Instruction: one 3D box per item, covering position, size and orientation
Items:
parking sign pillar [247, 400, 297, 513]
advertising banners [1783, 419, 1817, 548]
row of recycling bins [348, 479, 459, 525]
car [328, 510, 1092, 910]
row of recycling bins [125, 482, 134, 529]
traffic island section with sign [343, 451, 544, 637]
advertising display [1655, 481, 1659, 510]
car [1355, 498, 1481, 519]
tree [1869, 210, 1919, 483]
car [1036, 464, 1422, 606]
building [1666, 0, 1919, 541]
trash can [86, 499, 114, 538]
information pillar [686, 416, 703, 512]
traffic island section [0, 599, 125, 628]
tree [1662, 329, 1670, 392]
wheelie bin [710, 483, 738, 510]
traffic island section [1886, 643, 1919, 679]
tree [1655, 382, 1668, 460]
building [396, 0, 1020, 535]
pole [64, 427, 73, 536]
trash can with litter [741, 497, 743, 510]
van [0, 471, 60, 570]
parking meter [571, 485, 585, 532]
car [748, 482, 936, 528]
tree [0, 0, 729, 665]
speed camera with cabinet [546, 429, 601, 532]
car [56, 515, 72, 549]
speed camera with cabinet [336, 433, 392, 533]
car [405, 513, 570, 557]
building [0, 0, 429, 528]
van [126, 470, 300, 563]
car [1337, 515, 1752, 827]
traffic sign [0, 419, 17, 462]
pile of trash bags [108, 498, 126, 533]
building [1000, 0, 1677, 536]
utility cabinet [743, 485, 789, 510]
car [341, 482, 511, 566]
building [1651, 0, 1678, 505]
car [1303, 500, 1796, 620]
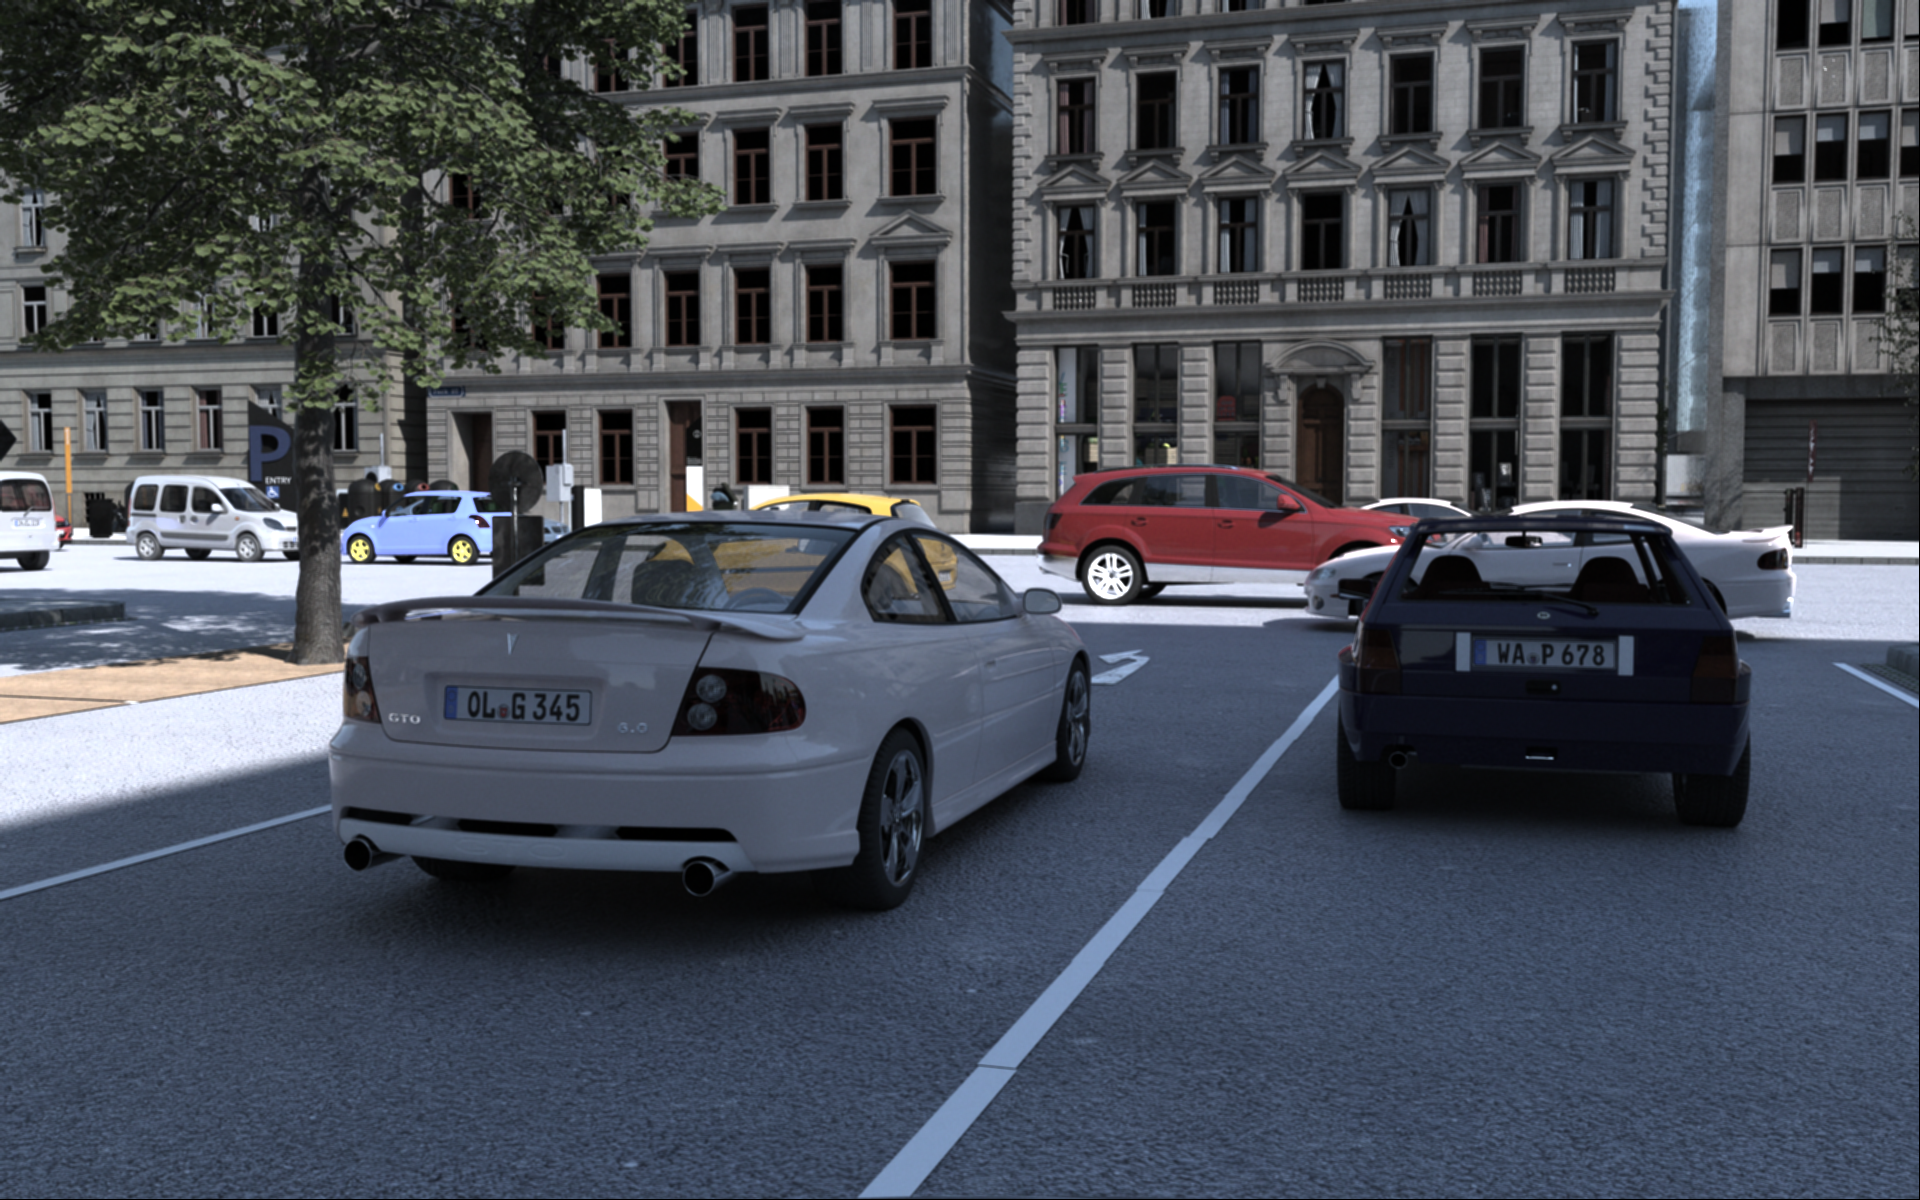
[{"bbox_3d":[-19.601,-3.728,49.421,1.447,3.967,1.447,-1,4,-13],"label":"parking sign pillar"},{"bbox_3d":[20.016,-2.757,41.269,0.090,3.025,2.074,1,4,8],"label":"advertising banners"},{"bbox_3d":[-15.606,-2.537,48.591,1.069,1.692,3.534,2,4,33],"label":"row of recycling bins"},{"bbox_3d":[-0.696,0.296,7.525,2.083,1.381,4.827,1,4,16],"label":"car"},{"bbox_3d":[-24.400,-2.908,54.658,3.534,1.692,1.069,-3,5,-40],"label":"row of recycling bins"},{"bbox_3d":[-4.896,-0.593,17.828,2.006,1.907,1.989,1,4,17],"label":"traffic island section with sign"},{"bbox_3d":[33.832,-4.825,84.109,0.123,1.923,0.974,1,4,21],"label":"advertising display"},{"bbox_3d":[7.853,-1.002,28.743,4.827,1.381,2.083,1,4,16],"label":"car"},{"bbox_3d":[24.175,-5.625,42.324,4.360,8.622,3.978,0,3,0],"label":"tree"},{"bbox_3d":[3.653,-0.850,22.569,5.304,1.827,2.281,1,4,18],"label":"car"},{"bbox_3d":[31.686,-14.159,49.522,19.932,24.808,12.078,1,4,17],"label":"building"},{"bbox_3d":[-25.032,-2.373,50.448,0.748,1.137,0.748,0,3,0],"label":"trash can"},{"bbox_3d":[-7.898,-3.685,51.602,0.504,3.616,0.183,0,4,-7],"label":"information pillar"},{"bbox_3d":[-10.900,0.172,19.465,2.009,0.180,2.903,1,4,17],"label":"traffic island section"},{"bbox_3d":[30.508,-7.323,70.096,4.360,8.622,3.978,0,3,0],"label":"tree"},{"bbox_3d":[-6.599,-2.482,48.489,0.693,1.594,0.980,0,4,3],"label":"wheelie bin"},{"bbox_3d":[8.456,0.544,13.386,2.009,0.180,2.903,1,4,17],"label":"traffic island section"},{"bbox_3d":[38.629,-10.249,101.977,8.767,10.594,7.601,-1,4,-22],"label":"tree"},{"bbox_3d":[-7.682,-13.792,61.662,21.152,22.565,11.583,1,4,17],"label":"building"},{"bbox_3d":[-27.320,-3.623,53.080,0.158,3.312,0.155,0,3,0],"label":"pole"},{"bbox_3d":[-11.380,-4.871,90.696,2.233,1.210,1.678,0,4,1],"label":"trash can with litter"},{"bbox_3d":[-18.963,-1.549,32.341,4.112,2.044,2.013,1,4,18],"label":"van"},{"bbox_3d":[-10.925,-2.514,49.520,0.372,1.533,0.369,0,3,0],"label":"parking meter"},{"bbox_3d":[-2.044,-0.691,21.523,3.980,1.641,2.015,1,4,18],"label":"car"},{"bbox_3d":[-5.393,-5.755,14.679,7.486,12.596,7.792,0,3,0],"label":"tree"},{"bbox_3d":[-11.979,-3.632,53.725,0.660,3.252,2.038,2,4,25],"label":"speed camera with cabinet"},{"bbox_3d":[-24.605,-2.124,43.772,4.494,1.783,2.155,1,4,18],"label":"car"},{"bbox_3d":[-19.552,-3.818,56.752,2.038,3.252,0.660,2,4,30],"label":"speed camera with cabinet"},{"bbox_3d":[-11.009,-1.685,39.559,4.499,1.417,2.014,1,4,19],"label":"car"},{"bbox_3d":[-31.452,-14.564,71.405,30.059,22.955,16.112,1,4,17],"label":"building"},{"bbox_3d":[-15.879,-1.856,37.359,4.112,2.044,2.013,1,4,19],"label":"van"},{"bbox_3d":[2.917,0.221,8.961,1.945,1.354,3.894,1,4,16],"label":"car"},{"bbox_3d":[-10.875,-0.963,19.396,0.795,2.450,0.064,1,4,17],"label":"traffic sign"},{"bbox_3d":[-27.404,-2.931,57.668,1.912,1.369,3.447,-3,5,-42],"label":"pile of trash bags"},{"bbox_3d":[11.933,-13.809,54.658,19.941,23.489,11.050,1,4,17],"label":"building"},{"bbox_3d":[-4.954,-2.178,44.289,1.173,1.500,0.318,-2,4,-34],"label":"utility cabinet"},{"bbox_3d":[-10.915,-1.594,35.647,3.694,1.707,1.945,1,4,17],"label":"car"},{"bbox_3d":[73.030,-40.676,207.044,28.212,58.520,21.231,1,4,17],"label":"building"},{"bbox_3d":[6.022,-0.346,18.014,4.827,1.381,2.083,1,4,19],"label":"car"}]
